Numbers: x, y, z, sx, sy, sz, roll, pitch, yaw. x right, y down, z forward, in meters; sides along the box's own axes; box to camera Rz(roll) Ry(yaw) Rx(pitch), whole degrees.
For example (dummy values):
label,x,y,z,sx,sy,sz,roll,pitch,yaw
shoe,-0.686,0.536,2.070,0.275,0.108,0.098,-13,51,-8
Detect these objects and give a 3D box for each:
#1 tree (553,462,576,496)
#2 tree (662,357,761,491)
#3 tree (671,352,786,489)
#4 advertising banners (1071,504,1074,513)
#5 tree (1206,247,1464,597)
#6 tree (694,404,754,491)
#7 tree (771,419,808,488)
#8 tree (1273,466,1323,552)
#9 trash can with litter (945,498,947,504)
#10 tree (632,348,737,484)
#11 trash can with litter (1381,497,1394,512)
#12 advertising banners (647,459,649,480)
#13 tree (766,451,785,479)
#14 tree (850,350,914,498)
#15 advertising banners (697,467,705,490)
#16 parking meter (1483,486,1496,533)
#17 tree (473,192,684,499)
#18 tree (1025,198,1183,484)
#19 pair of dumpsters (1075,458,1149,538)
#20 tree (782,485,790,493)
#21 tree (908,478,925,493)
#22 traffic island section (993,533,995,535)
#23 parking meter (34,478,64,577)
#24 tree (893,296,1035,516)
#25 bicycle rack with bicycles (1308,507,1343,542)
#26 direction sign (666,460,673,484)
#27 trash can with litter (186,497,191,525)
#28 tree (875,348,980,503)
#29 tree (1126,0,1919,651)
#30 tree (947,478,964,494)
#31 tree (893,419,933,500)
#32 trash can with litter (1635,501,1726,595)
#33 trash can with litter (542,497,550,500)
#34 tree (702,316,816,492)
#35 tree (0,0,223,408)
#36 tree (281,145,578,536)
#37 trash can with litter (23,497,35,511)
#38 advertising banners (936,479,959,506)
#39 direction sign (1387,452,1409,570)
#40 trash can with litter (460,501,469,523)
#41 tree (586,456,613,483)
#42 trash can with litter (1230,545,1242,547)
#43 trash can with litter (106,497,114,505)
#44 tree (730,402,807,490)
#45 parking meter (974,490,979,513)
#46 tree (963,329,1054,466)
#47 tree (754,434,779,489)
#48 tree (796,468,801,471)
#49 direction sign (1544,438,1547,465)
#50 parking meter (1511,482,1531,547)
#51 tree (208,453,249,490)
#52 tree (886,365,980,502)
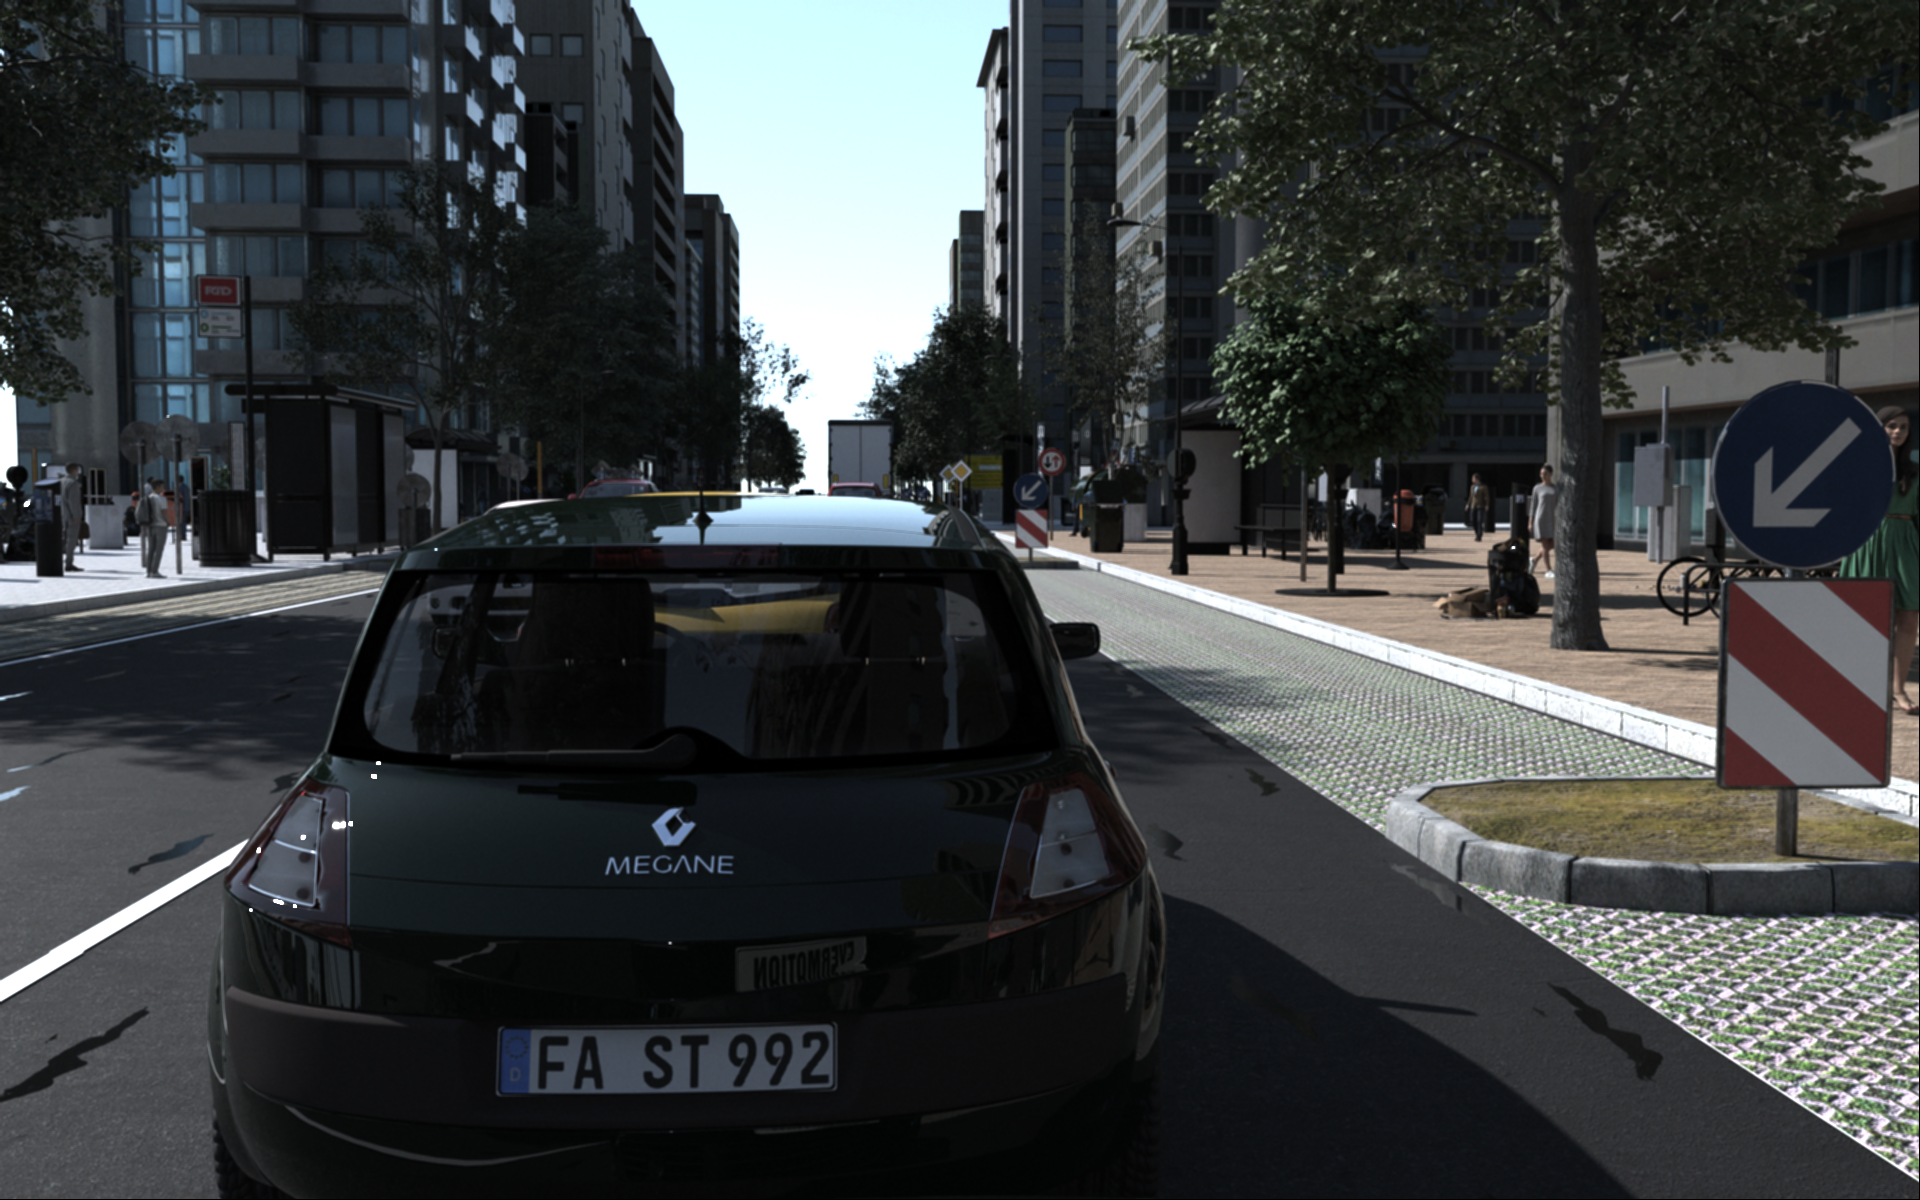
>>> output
label,x,y,z,sx,sy,sz,roll,pitch,yaw
tree,-23.212,-6.587,102.291,1.663,3.219,1.824,0,3,0
tree,-18.635,-12.464,129.549,9.928,11.665,9.643,0,3,0
tree,-20.335,-14.618,149.377,12.009,13.543,11.850,0,3,0
advertising banners,8.337,-7.297,115.497,2.074,3.025,0.090,1,4,21
tree,4.797,-2.357,22.244,4.285,4.588,4.351,0,3,0
tree,-19.299,-11.459,137.723,4.360,8.622,3.978,0,3,0
tree,-26.708,-21.086,262.888,7.486,12.596,7.792,0,3,0
tree,7.415,-2.707,38.860,1.663,3.219,1.824,0,3,0
trash can with litter,-1.111,-7.529,134.491,1.055,1.170,0.624,0,4,-1
tree,-17.931,-10.635,108.295,8.767,10.594,7.601,0,4,4
trash can with litter,18.400,-3.904,75.220,0.624,1.170,1.055,-2,4,-33
advertising banners,-15.909,-5.620,88.068,0.090,3.025,2.074,-1,4,-13
tree,-26.124,-18.524,237.278,7.601,10.594,8.767,0,4,3
tree,-8.883,-22.894,230.204,12.611,20.169,13.585,0,3,0
advertising banners,-17.701,-7.163,113.299,2.074,3.025,0.090,0,4,4
parking meter,17.550,-2.996,57.395,0.372,1.533,0.369,0,3,0
tree,-16.065,-10.204,73.493,9.857,13.997,8.962,0,3,0
tree,3.744,-5.659,42.888,4.360,8.622,3.978,0,3,0
pair of dumpsters,4.291,-2.822,48.630,1.574,2.255,4.437,0,4,-3
tree,-27.687,-17.094,274.085,1.663,3.219,1.824,0,3,0
tree,-4.750,-11.521,182.974,1.663,3.219,1.824,0,3,0
traffic island section,0.085,-2.210,58.409,2.009,0.180,2.903,0,4,-3
parking meter,-14.204,-1.136,26.992,0.372,1.533,0.369,0,3,0
tree,0.505,-11.221,100.469,9.611,12.733,9.660,0,3,0
bicycle rack with bicycles,9.398,-2.106,47.817,2.852,0.926,2.925,2,4,28
direction sign,-19.430,-7.578,115.898,0.379,3.537,0.876,-3,5,-42
trash can with litter,-32.056,-3.688,71.349,2.233,1.210,1.678,-2,4,-29
tree,-2.224,-14.771,148.155,9.857,13.997,8.962,0,3,0
tree,4.785,-5.848,13.741,7.486,12.596,7.792,0,3,0
tree,-0.124,-7.095,110.611,1.663,3.219,1.824,0,3,0
tree,-4.199,-15.795,176.367,7.486,12.596,7.792,0,3,0
trash can with litter,9.791,-0.706,22.600,1.678,1.210,2.233,1,4,17
trash can with litter,-17.864,-3.822,73.871,0.624,1.170,1.055,2,4,23
tree,-21.234,-19.937,181.853,12.611,20.169,13.585,0,3,0
tree,-12.784,-6.835,18.415,9.857,13.997,8.962,0,3,0
tree,-14.498,-6.905,47.313,8.767,10.594,7.601,0,4,-4
trash can with litter,-36.472,-3.448,67.767,0.624,1.170,1.055,1,4,19
advertising banners,-0.644,-7.406,117.278,2.074,3.025,0.090,1,4,22
direction sign,7.446,-2.284,29.340,0.379,3.537,0.876,3,5,42
trash can with litter,-20.581,-3.669,71.383,1.055,1.170,0.624,2,4,32
tree,-25.553,-8.536,123.272,4.285,4.588,4.351,0,3,0
trash can with litter,6.830,-1.952,42.973,2.233,1.210,1.678,-3,4,-37
trash can with litter,-66.413,-7.540,134.673,0.624,1.170,1.055,3,5,44
tree,-23.572,-18.108,213.067,9.611,12.733,9.660,0,3,0
parking meter,1.062,-6.807,117.013,0.399,1.863,0.255,-3,4,-36
tree,2.132,-7.730,76.742,4.737,8.622,4.395,0,3,0
tree,-23.391,-15.484,203.519,4.360,8.622,3.978,0,3,0
tree,-28.857,-20.893,291.965,4.737,8.622,4.395,0,3,0
direction sign,23.925,-4.751,69.673,0.876,3.537,0.379,0,4,-3
parking meter,11.767,-1.709,36.349,0.372,1.533,0.369,0,3,0
tree,-27.646,-4.383,66.259,1.663,3.219,1.824,0,3,0
tree,-1.355,-12.367,127.958,9.928,11.665,9.643,0,3,0
